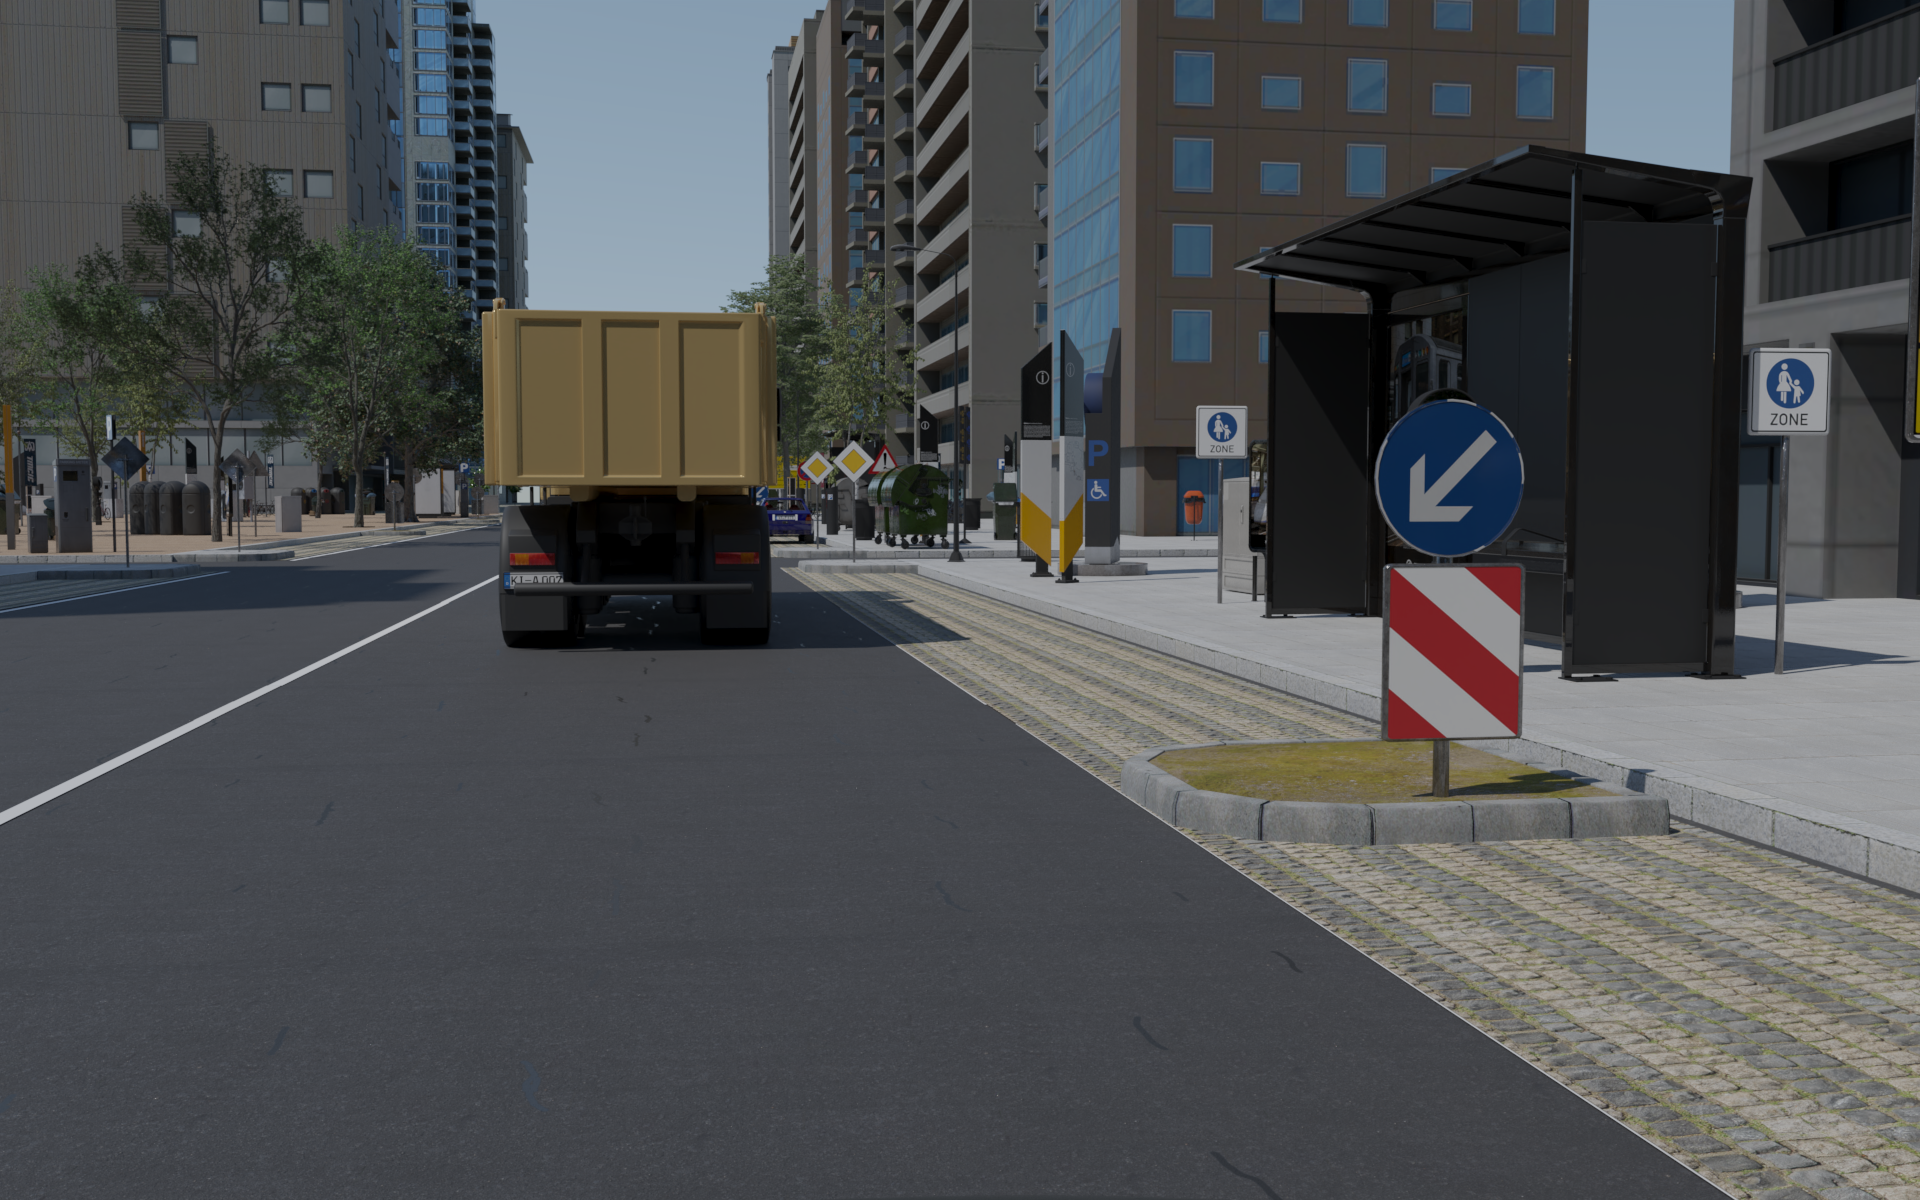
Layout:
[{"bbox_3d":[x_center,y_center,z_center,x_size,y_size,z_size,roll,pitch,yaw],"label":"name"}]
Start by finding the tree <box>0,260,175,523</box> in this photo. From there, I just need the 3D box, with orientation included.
[{"bbox_3d":[-39.260,-9.321,78.153,9.928,11.665,9.643,0,3,0],"label":"tree"}]

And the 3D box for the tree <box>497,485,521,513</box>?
[{"bbox_3d":[-31.273,-10.236,117.728,4.737,8.622,4.395,0,3,0],"label":"tree"}]

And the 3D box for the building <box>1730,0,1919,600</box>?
[{"bbox_3d":[21.383,-35.332,15.927,20.563,71.187,20.611,-1,4,-10],"label":"building"}]

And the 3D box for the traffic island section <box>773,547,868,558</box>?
[{"bbox_3d":[-3.287,-1.101,40.282,2.009,0.180,2.903,-1,4,-10],"label":"traffic island section"}]

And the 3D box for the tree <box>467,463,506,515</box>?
[{"bbox_3d":[-29.657,-6.907,107.535,1.663,3.219,1.824,0,3,0],"label":"tree"}]

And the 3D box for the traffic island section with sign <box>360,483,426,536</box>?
[{"bbox_3d":[-19.582,-3.139,59.944,1.989,1.847,2.006,-1,4,-10],"label":"traffic island section with sign"}]

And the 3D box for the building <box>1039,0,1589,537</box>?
[{"bbox_3d":[11.018,-24.947,57.986,14.200,45.320,14.600,-1,4,-10],"label":"building"}]

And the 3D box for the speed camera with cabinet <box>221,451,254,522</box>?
[{"bbox_3d":[-33.237,-5.220,79.685,2.038,3.252,0.660,3,4,38],"label":"speed camera with cabinet"}]

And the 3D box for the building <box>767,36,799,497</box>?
[{"bbox_3d":[-15.003,-42.169,231.466,21.231,58.520,28.212,-1,4,-10],"label":"building"}]

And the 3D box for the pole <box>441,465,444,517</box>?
[{"bbox_3d":[-29.109,-6.330,97.340,0.158,3.312,0.155,0,3,0],"label":"pole"}]

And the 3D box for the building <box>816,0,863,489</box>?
[{"bbox_3d":[-5.232,-30.864,154.729,14.600,45.320,14.200,-1,4,-10],"label":"building"}]

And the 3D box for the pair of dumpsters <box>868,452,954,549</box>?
[{"bbox_3d":[-1.206,-2.418,42.020,1.574,2.255,4.437,-1,4,-10],"label":"pair of dumpsters"}]

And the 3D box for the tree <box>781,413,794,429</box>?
[{"bbox_3d":[-16.671,-13.563,132.122,12.009,13.543,11.850,0,3,0],"label":"tree"}]

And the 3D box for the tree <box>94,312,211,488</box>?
[{"bbox_3d":[-30.972,-7.087,66.240,4.737,8.622,4.395,0,3,0],"label":"tree"}]

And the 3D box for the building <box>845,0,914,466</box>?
[{"bbox_3d":[2.754,-29.337,134.291,22.147,44.769,28.867,-1,4,-10],"label":"building"}]

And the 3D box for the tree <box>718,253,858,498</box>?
[{"bbox_3d":[-8.381,-10.007,81.746,7.486,12.596,7.792,0,3,0],"label":"tree"}]

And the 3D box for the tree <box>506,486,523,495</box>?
[{"bbox_3d":[-34.364,-8.524,133.974,1.663,3.219,1.824,0,3,0],"label":"tree"}]

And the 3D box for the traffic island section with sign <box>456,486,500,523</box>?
[{"bbox_3d":[-24.063,-4.764,86.526,1.989,1.847,2.006,-1,4,-10],"label":"traffic island section with sign"}]

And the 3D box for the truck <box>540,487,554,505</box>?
[{"bbox_3d":[-21.214,-5.992,93.894,3.469,3.379,9.791,-1,4,-10],"label":"truck"}]

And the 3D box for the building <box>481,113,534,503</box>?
[{"bbox_3d":[-74.745,-39.906,241.705,28.713,52.752,27.495,-1,4,-10],"label":"building"}]

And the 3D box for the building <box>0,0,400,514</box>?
[{"bbox_3d":[-54.615,-32.527,121.059,28.713,52.752,27.495,-1,4,-10],"label":"building"}]

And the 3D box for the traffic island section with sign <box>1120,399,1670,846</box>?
[{"bbox_3d":[1.820,0.039,7.990,1.989,1.847,2.006,-1,4,-10],"label":"traffic island section with sign"}]

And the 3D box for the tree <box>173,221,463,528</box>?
[{"bbox_3d":[-22.939,-8.575,65.962,9.928,11.665,9.643,0,3,0],"label":"tree"}]

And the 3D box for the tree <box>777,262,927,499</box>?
[{"bbox_3d":[-3.251,-6.444,55.714,4.737,8.622,4.395,0,3,0],"label":"tree"}]

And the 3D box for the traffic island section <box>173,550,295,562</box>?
[{"bbox_3d":[-15.902,-0.972,38.169,2.009,0.180,2.903,-1,4,-10],"label":"traffic island section"}]

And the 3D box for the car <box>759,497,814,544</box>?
[{"bbox_3d":[-5.240,-2.329,50.654,1.945,1.354,3.894,-1,4,-10],"label":"car"}]

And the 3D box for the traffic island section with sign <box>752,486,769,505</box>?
[{"bbox_3d":[-7.407,-3.308,62.713,1.989,1.847,2.006,-1,4,-10],"label":"traffic island section with sign"}]

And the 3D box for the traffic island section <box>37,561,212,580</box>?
[{"bbox_3d":[-14.576,-0.490,30.295,2.009,0.180,2.903,-1,4,-10],"label":"traffic island section"}]

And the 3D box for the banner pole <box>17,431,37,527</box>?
[{"bbox_3d":[-36.996,-4.809,68.643,0.401,3.779,0.863,3,4,39],"label":"banner pole"}]

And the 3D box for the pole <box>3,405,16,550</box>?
[{"bbox_3d":[-21.819,-2.808,39.754,0.158,3.312,0.155,0,3,0],"label":"pole"}]

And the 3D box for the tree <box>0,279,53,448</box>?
[{"bbox_3d":[-32.415,-6.562,57.644,4.737,8.622,4.395,0,3,0],"label":"tree"}]

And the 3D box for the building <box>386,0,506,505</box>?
[{"bbox_3d":[-67.375,-55.024,212.309,22.319,86.520,31.000,-1,4,-10],"label":"building"}]

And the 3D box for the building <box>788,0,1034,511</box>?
[{"bbox_3d":[-5.609,-33.580,172.733,21.300,48.544,21.600,-1,4,-10],"label":"building"}]

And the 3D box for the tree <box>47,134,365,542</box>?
[{"bbox_3d":[-19.923,-6.816,45.856,8.767,10.594,7.601,-1,4,-10],"label":"tree"}]

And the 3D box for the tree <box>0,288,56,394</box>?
[{"bbox_3d":[-29.413,-6.172,51.277,4.360,8.622,3.978,0,3,0],"label":"tree"}]

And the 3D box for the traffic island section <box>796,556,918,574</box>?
[{"bbox_3d":[-1.961,-0.619,32.407,2.009,0.180,2.903,-1,4,-10],"label":"traffic island section"}]

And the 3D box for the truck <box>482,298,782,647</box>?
[{"bbox_3d":[-3.615,-1.474,20.023,3.469,3.379,9.791,-1,4,-9],"label":"truck"}]

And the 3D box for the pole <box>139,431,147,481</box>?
[{"bbox_3d":[-26.346,-3.794,55.867,0.158,3.312,0.155,0,3,0],"label":"pole"}]

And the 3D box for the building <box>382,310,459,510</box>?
[{"bbox_3d":[-59.369,-18.637,149.753,27.650,21.520,28.899,-1,4,-10],"label":"building"}]

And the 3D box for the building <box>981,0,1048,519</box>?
[{"bbox_3d":[9.361,-29.118,99.783,21.300,48.544,21.600,-1,4,-10],"label":"building"}]

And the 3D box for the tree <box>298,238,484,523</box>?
[{"bbox_3d":[-24.831,-9.852,78.086,9.611,12.733,9.660,0,3,0],"label":"tree"}]
